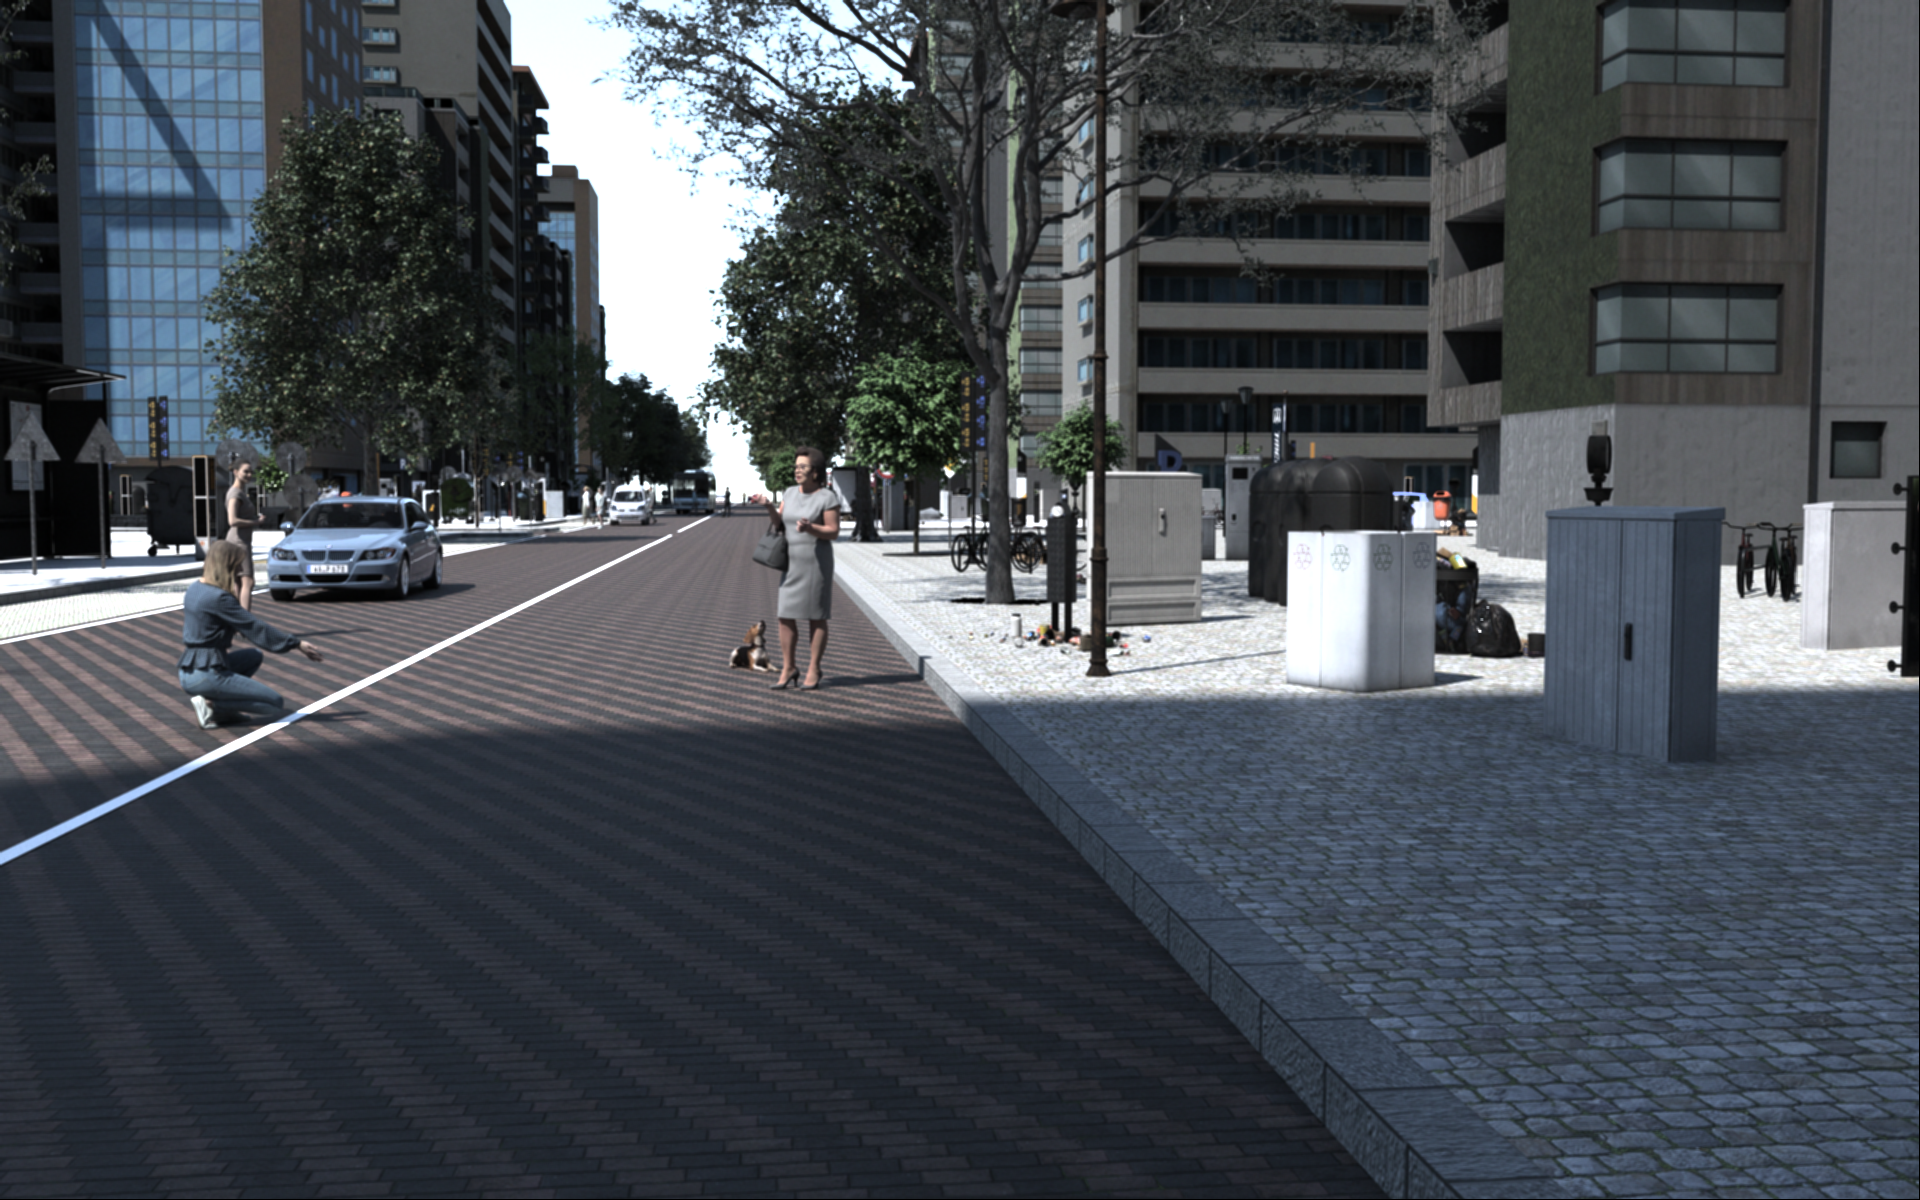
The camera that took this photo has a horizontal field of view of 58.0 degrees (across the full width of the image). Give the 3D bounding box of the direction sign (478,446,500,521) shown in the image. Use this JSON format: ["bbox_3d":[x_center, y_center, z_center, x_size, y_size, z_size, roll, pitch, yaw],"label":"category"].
[{"bbox_3d":[-22.239,-5.517,82.202,0.876,3.537,0.379,-2,4,-34],"label":"direction sign"}]

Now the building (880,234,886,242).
[{"bbox_3d":[1.588,-33.003,194.226,22.147,44.769,28.867,0,4,-7],"label":"building"}]

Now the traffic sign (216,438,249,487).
[{"bbox_3d":[-16.550,-2.403,39.388,0.768,2.556,0.104,0,4,3],"label":"traffic sign"}]

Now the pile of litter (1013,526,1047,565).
[{"bbox_3d":[1.548,-1.115,32.194,1.176,0.858,1.719,1,4,19],"label":"pile of litter"}]

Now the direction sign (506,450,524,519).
[{"bbox_3d":[-22.639,-5.879,88.112,0.876,3.537,0.379,-2,4,-23],"label":"direction sign"}]

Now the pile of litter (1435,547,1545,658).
[{"bbox_3d":[4.081,-0.012,14.158,1.176,0.858,1.719,-2,4,-35],"label":"pile of litter"}]

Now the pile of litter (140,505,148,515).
[{"bbox_3d":[-31.424,-3.234,66.845,1.719,0.858,1.176,0,4,3],"label":"pile of litter"}]

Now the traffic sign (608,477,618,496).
[{"bbox_3d":[-26.225,-8.006,131.009,0.768,2.556,0.104,0,3,0],"label":"traffic sign"}]

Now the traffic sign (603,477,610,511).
[{"bbox_3d":[-27.056,-8.107,132.659,0.768,2.556,0.104,0,4,0],"label":"traffic sign"}]

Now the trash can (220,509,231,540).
[{"bbox_3d":[-17.261,-1.796,41.024,0.748,1.137,0.748,0,3,0],"label":"trash can"}]

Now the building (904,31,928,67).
[{"bbox_3d":[5.894,-31.222,165.102,22.147,44.769,28.867,0,4,-7],"label":"building"}]

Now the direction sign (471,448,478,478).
[{"bbox_3d":[-23.519,-5.673,84.758,0.379,3.537,0.876,3,5,44],"label":"direction sign"}]

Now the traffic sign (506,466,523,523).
[{"bbox_3d":[-19.924,-4.727,77.396,0.768,2.556,0.104,0,4,-6],"label":"traffic sign"}]

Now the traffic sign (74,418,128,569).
[{"bbox_3d":[-14.663,-1.809,29.577,0.884,2.594,0.081,0,4,-3],"label":"traffic sign"}]

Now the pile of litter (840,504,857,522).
[{"bbox_3d":[-5.135,-4.113,81.213,1.176,0.858,1.719,1,4,22],"label":"pile of litter"}]

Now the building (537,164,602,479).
[{"bbox_3d":[-57.233,-36.003,238.763,14.600,45.320,14.200,0,4,-7],"label":"building"}]

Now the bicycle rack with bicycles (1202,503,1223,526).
[{"bbox_3d":[11.003,-3.459,69.935,2.925,0.926,2.852,2,4,27],"label":"bicycle rack with bicycles"}]

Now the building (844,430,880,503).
[{"bbox_3d":[-3.371,-25.714,265.456,27.650,21.520,28.899,0,4,-7],"label":"building"}]

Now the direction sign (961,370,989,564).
[{"bbox_3d":[0.247,-2.433,31.769,0.379,3.537,0.876,-2,4,-30],"label":"direction sign"}]

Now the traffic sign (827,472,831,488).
[{"bbox_3d":[-7.430,-6.046,98.965,0.768,2.556,0.104,0,4,2],"label":"traffic sign"}]

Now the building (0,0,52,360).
[{"bbox_3d":[-60.115,-24.199,87.535,23.993,40.220,32.217,0,4,-7],"label":"building"}]

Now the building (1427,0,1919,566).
[{"bbox_3d":[17.762,-16.256,37.482,14.160,30.474,14.107,0,4,-7],"label":"building"}]

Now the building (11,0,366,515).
[{"bbox_3d":[-41.251,-27.185,94.582,14.600,45.320,14.200,0,4,-7],"label":"building"}]

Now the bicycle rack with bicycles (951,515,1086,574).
[{"bbox_3d":[1.022,-0.959,29.058,2.925,0.926,2.852,-3,5,-39],"label":"bicycle rack with bicycles"}]

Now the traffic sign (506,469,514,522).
[{"bbox_3d":[-20.541,-4.863,79.620,0.768,2.556,0.104,0,4,-1],"label":"traffic sign"}]

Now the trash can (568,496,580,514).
[{"bbox_3d":[-24.345,-5.961,109.114,0.748,1.137,0.748,0,3,0],"label":"trash can"}]

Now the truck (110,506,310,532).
[{"bbox_3d":[-29.792,-4.346,60.823,18.799,4.110,2.967,0,4,-5],"label":"truck"}]

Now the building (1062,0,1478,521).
[{"bbox_3d":[16.544,-28.572,90.859,21.600,48.544,21.300,0,4,-7],"label":"building"}]

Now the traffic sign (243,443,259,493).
[{"bbox_3d":[-17.710,-2.613,42.830,0.768,2.556,0.104,0,4,3],"label":"traffic sign"}]

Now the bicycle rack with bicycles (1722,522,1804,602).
[{"bbox_3d":[10.669,-0.495,21.478,2.852,0.926,2.925,3,4,36],"label":"bicycle rack with bicycles"}]

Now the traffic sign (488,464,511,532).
[{"bbox_3d":[-15.475,-3.339,58.229,0.795,2.450,0.064,0,4,-7],"label":"traffic sign"}]

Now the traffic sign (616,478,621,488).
[{"bbox_3d":[-26.625,-8.203,134.217,0.768,2.556,0.104,0,4,3],"label":"traffic sign"}]

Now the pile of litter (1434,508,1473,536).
[{"bbox_3d":[15.217,-2.419,53.514,1.176,0.858,1.719,0,4,5],"label":"pile of litter"}]

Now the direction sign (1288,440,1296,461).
[{"bbox_3d":[13.855,-4.948,72.891,0.379,3.537,0.876,3,5,44],"label":"direction sign"}]

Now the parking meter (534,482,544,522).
[{"bbox_3d":[-19.713,-4.607,81.038,0.255,1.863,0.399,2,4,26],"label":"parking meter"}]

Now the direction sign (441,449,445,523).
[{"bbox_3d":[-22.535,-5.118,75.681,0.379,3.537,0.876,-1,4,-18],"label":"direction sign"}]

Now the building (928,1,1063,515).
[{"bbox_3d":[4.421,-27.420,131.909,14.154,41.232,14.086,0,4,-7],"label":"building"}]

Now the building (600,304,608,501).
[{"bbox_3d":[-59.316,-29.449,253.196,14.160,30.474,14.107,0,4,-7],"label":"building"}]

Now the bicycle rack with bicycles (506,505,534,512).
[{"bbox_3d":[-28.534,-6.120,113.439,2.852,0.926,2.925,3,4,37],"label":"bicycle rack with bicycles"}]

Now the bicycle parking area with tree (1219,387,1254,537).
[{"bbox_3d":[7.628,-3.797,49.089,9.016,4.147,8.231,1,4,16],"label":"bicycle parking area with tree"}]

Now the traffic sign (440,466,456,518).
[{"bbox_3d":[-23.290,-4.815,78.830,0.768,2.556,0.104,0,4,-4],"label":"traffic sign"}]

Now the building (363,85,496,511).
[{"bbox_3d":[-42.229,-21.673,126.050,14.160,30.474,14.107,0,4,-7],"label":"building"}]

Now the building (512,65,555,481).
[{"bbox_3d":[-52.988,-31.730,173.403,22.147,44.769,28.867,0,4,-7],"label":"building"}]

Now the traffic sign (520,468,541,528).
[{"bbox_3d":[-16.407,-3.824,66.159,0.795,2.450,0.064,0,4,-7],"label":"traffic sign"}]

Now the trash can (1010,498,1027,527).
[{"bbox_3d":[2.292,-3.428,67.700,0.748,1.137,0.748,0,3,0],"label":"trash can"}]

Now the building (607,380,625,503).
[{"bbox_3d":[-68.259,-26.253,274.269,27.650,21.520,28.899,0,4,-7],"label":"building"}]

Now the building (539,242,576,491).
[{"bbox_3d":[-51.393,-25.928,195.620,14.160,30.474,14.107,0,4,-7],"label":"building"}]

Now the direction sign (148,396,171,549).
[{"bbox_3d":[-18.609,-2.952,40.268,0.876,3.537,0.379,3,4,39],"label":"direction sign"}]

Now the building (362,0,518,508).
[{"bbox_3d":[-50.410,-32.074,148.119,21.300,48.544,21.600,0,4,-7],"label":"building"}]
